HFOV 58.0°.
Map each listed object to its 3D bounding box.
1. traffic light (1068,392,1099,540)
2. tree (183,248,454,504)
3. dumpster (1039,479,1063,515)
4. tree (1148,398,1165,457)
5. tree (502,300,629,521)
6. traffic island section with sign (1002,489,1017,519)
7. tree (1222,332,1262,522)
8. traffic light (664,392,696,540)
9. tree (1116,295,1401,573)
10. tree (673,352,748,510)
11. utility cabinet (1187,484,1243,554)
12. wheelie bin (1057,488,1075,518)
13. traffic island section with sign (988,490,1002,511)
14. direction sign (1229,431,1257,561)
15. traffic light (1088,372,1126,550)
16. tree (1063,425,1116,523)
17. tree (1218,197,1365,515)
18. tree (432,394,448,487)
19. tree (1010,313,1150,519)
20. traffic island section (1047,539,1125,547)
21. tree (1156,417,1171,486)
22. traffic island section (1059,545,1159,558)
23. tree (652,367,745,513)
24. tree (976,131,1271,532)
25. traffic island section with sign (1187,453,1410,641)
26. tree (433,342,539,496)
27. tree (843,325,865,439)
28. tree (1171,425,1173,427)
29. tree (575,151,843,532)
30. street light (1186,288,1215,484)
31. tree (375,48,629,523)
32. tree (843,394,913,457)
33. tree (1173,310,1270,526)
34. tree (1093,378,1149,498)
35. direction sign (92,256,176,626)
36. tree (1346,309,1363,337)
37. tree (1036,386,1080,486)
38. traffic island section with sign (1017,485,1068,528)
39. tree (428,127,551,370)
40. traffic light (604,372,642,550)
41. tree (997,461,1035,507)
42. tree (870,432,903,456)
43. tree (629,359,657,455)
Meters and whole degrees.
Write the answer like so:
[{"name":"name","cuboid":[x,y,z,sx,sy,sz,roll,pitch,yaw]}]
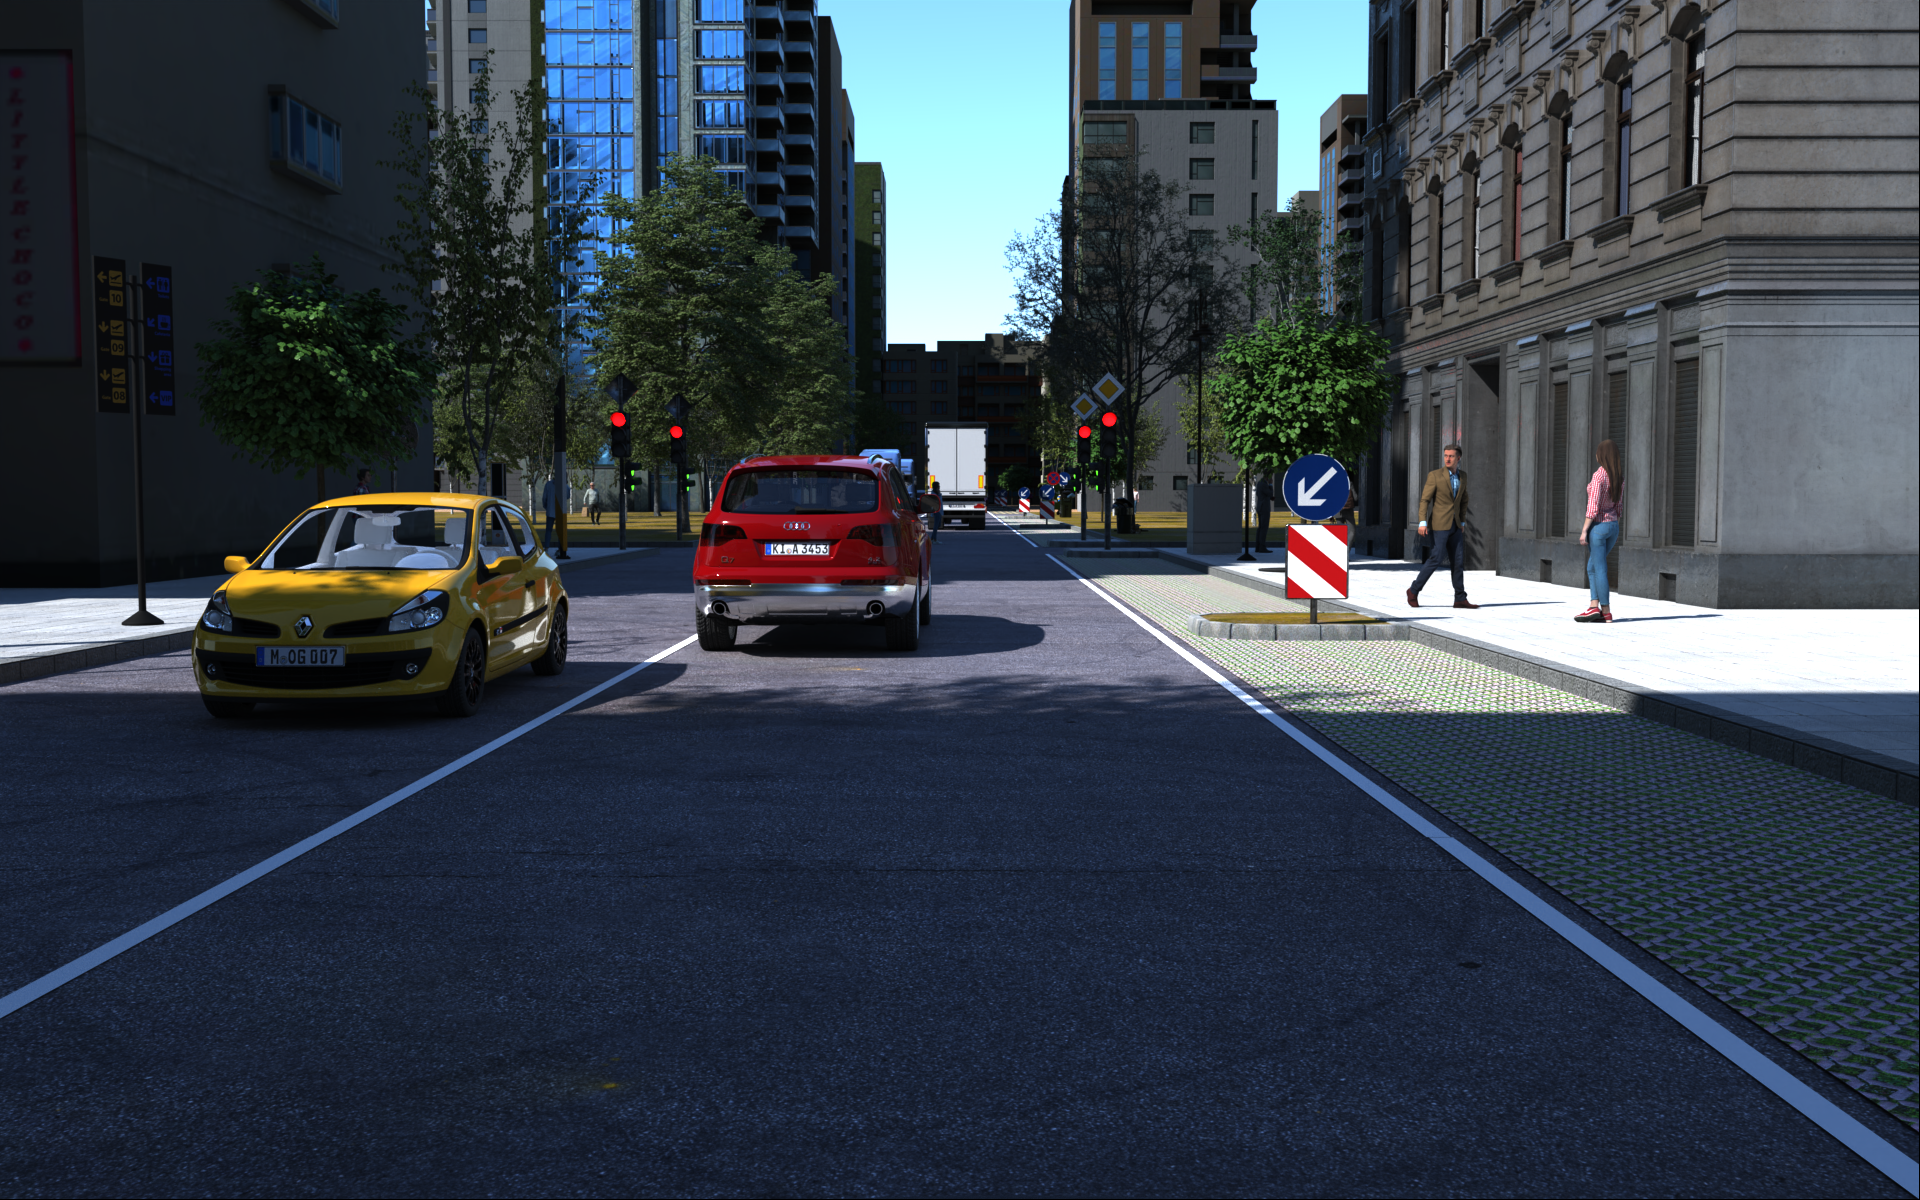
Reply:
[{"name":"traffic light","cuboid":[3.405,-3.605,47.857,0.839,4.253,0.868,0,3,0]},{"name":"tree","cuboid":[-8.582,-2.417,23.229,4.285,4.588,4.351,0,3,0]},{"name":"dumpster","cuboid":[5.599,-6.313,105.707,1.502,2.255,1.985,0,4,0]},{"name":"tree","cuboid":[13.262,-8.760,93.591,4.737,8.622,4.395,0,3,0]},{"name":"tree","cuboid":[-15.700,-7.108,66.574,4.360,8.622,3.978,0,3,0]},{"name":"traffic island section with sign","cuboid":[3.560,-5.559,99.525,1.989,1.847,2.006,0,3,0]},{"name":"tree","cuboid":[13.487,-7.844,78.615,4.360,8.622,3.978,0,3,0]},{"name":"traffic light","cuboid":[-7.757,-3.605,47.863,0.839,4.253,0.868,0,3,0]},{"name":"tree","cuboid":[5.628,-2.750,28.680,4.285,4.588,4.351,0,3,0]},{"name":"tree","cuboid":[-12.492,-8.340,86.723,4.360,8.622,3.978,0,3,0]},{"name":"utility cabinet","cuboid":[5.416,-1.724,36.870,1.173,1.500,0.318,-1,4,-21]},{"name":"wheelie bin","cuboid":[5.823,-5.306,94.660,0.980,1.594,0.693,0,4,-3]},{"name":"traffic island section with sign","cuboid":[3.646,-8.644,149.957,1.989,1.847,2.006,0,3,0]},{"name":"direction sign","cuboid":[5.543,-2.531,33.380,0.379,3.537,0.876,-3,5,-43]},{"name":"traffic light","cuboid":[3.389,-3.116,39.872,0.839,4.253,0.868,0,3,0]},{"name":"tree","cuboid":[6.320,-5.761,77.900,4.285,4.588,4.351,0,3,0]},{"name":"tree","cuboid":[22.062,-15.457,108.605,12.611,20.169,13.585,0,3,0]},{"name":"tree","cuboid":[-32.015,-9.266,101.868,4.360,8.622,3.978,0,3,0]},{"name":"tree","cuboid":[6.097,-9.446,88.860,7.601,10.594,8.767,-1,4,-8]},{"name":"traffic island section","cuboid":[3.445,-1.571,47.971,2.009,0.180,2.903,0,3,0]},{"name":"tree","cuboid":[11.351,-9.980,113.541,4.360,8.622,3.978,0,3,0]},{"name":"traffic island section","cuboid":[3.429,-1.083,39.986,2.009,0.180,2.903,0,3,0]},{"name":"tree","cuboid":[-17.625,-11.159,116.854,7.601,10.594,8.767,2,4,31]},{"name":"tree","cuboid":[5.752,-9.098,59.124,12.009,13.543,11.850,0,3,0]},{"name":"traffic island section with sign","cuboid":[3.387,-0.558,17.753,1.989,1.847,2.006,0,3,0]},{"name":"tree","cuboid":[-32.261,-12.200,117.604,7.486,12.596,7.792,0,3,0]},{"name":"tree","cuboid":[-8.400,-9.878,79.632,7.486,12.596,7.792,0,3,0]},{"name":"tree","cuboid":[12.288,-10.378,120.047,4.360,8.622,3.978,0,3,0]},{"name":"tree","cuboid":[-9.014,-8.530,57.590,7.486,12.596,7.792,0,3,0]},{"name":"street light","cuboid":[5.412,-4.057,39.114,0.468,5.910,1.993,0,3,0]},{"name":"tree","cuboid":[-8.089,-4.855,29.747,4.737,8.622,4.395,0,3,0]},{"name":"tree","cuboid":[-9.197,-15.336,176.500,9.928,11.665,9.643,0,3,0]},{"name":"tree","cuboid":[11.535,-7.257,69.007,4.737,8.622,4.395,0,3,0]},{"name":"tree","cuboid":[10.189,-9.451,104.881,4.737,8.622,4.395,0,3,0]},{"name":"direction sign","cuboid":[-8.035,-1.525,16.925,0.379,3.537,0.876,2,4,25]},{"name":"tree","cuboid":[22.055,-9.620,83.050,9.928,11.665,9.643,0,3,0]},{"name":"tree","cuboid":[6.550,-9.888,112.037,4.737,8.622,4.395,0,3,0]},{"name":"traffic island section with sign","cuboid":[3.503,-3.911,72.570,1.989,1.847,2.006,0,3,0]},{"name":"tree","cuboid":[-27.711,-14.220,88.383,12.611,20.169,13.585,0,3,0]},{"name":"traffic light","cuboid":[-7.772,-3.117,39.877,0.839,4.253,0.868,0,3,0]},{"name":"tree","cuboid":[5.718,-11.489,171.553,4.285,4.588,4.351,0,3,0]},{"name":"tree","cuboid":[-8.465,-14.934,194.532,4.360,8.622,3.978,0,3,0]},{"name":"tree","cuboid":[-16.131,-8.055,82.060,4.360,8.622,3.978,0,3,0]}]
